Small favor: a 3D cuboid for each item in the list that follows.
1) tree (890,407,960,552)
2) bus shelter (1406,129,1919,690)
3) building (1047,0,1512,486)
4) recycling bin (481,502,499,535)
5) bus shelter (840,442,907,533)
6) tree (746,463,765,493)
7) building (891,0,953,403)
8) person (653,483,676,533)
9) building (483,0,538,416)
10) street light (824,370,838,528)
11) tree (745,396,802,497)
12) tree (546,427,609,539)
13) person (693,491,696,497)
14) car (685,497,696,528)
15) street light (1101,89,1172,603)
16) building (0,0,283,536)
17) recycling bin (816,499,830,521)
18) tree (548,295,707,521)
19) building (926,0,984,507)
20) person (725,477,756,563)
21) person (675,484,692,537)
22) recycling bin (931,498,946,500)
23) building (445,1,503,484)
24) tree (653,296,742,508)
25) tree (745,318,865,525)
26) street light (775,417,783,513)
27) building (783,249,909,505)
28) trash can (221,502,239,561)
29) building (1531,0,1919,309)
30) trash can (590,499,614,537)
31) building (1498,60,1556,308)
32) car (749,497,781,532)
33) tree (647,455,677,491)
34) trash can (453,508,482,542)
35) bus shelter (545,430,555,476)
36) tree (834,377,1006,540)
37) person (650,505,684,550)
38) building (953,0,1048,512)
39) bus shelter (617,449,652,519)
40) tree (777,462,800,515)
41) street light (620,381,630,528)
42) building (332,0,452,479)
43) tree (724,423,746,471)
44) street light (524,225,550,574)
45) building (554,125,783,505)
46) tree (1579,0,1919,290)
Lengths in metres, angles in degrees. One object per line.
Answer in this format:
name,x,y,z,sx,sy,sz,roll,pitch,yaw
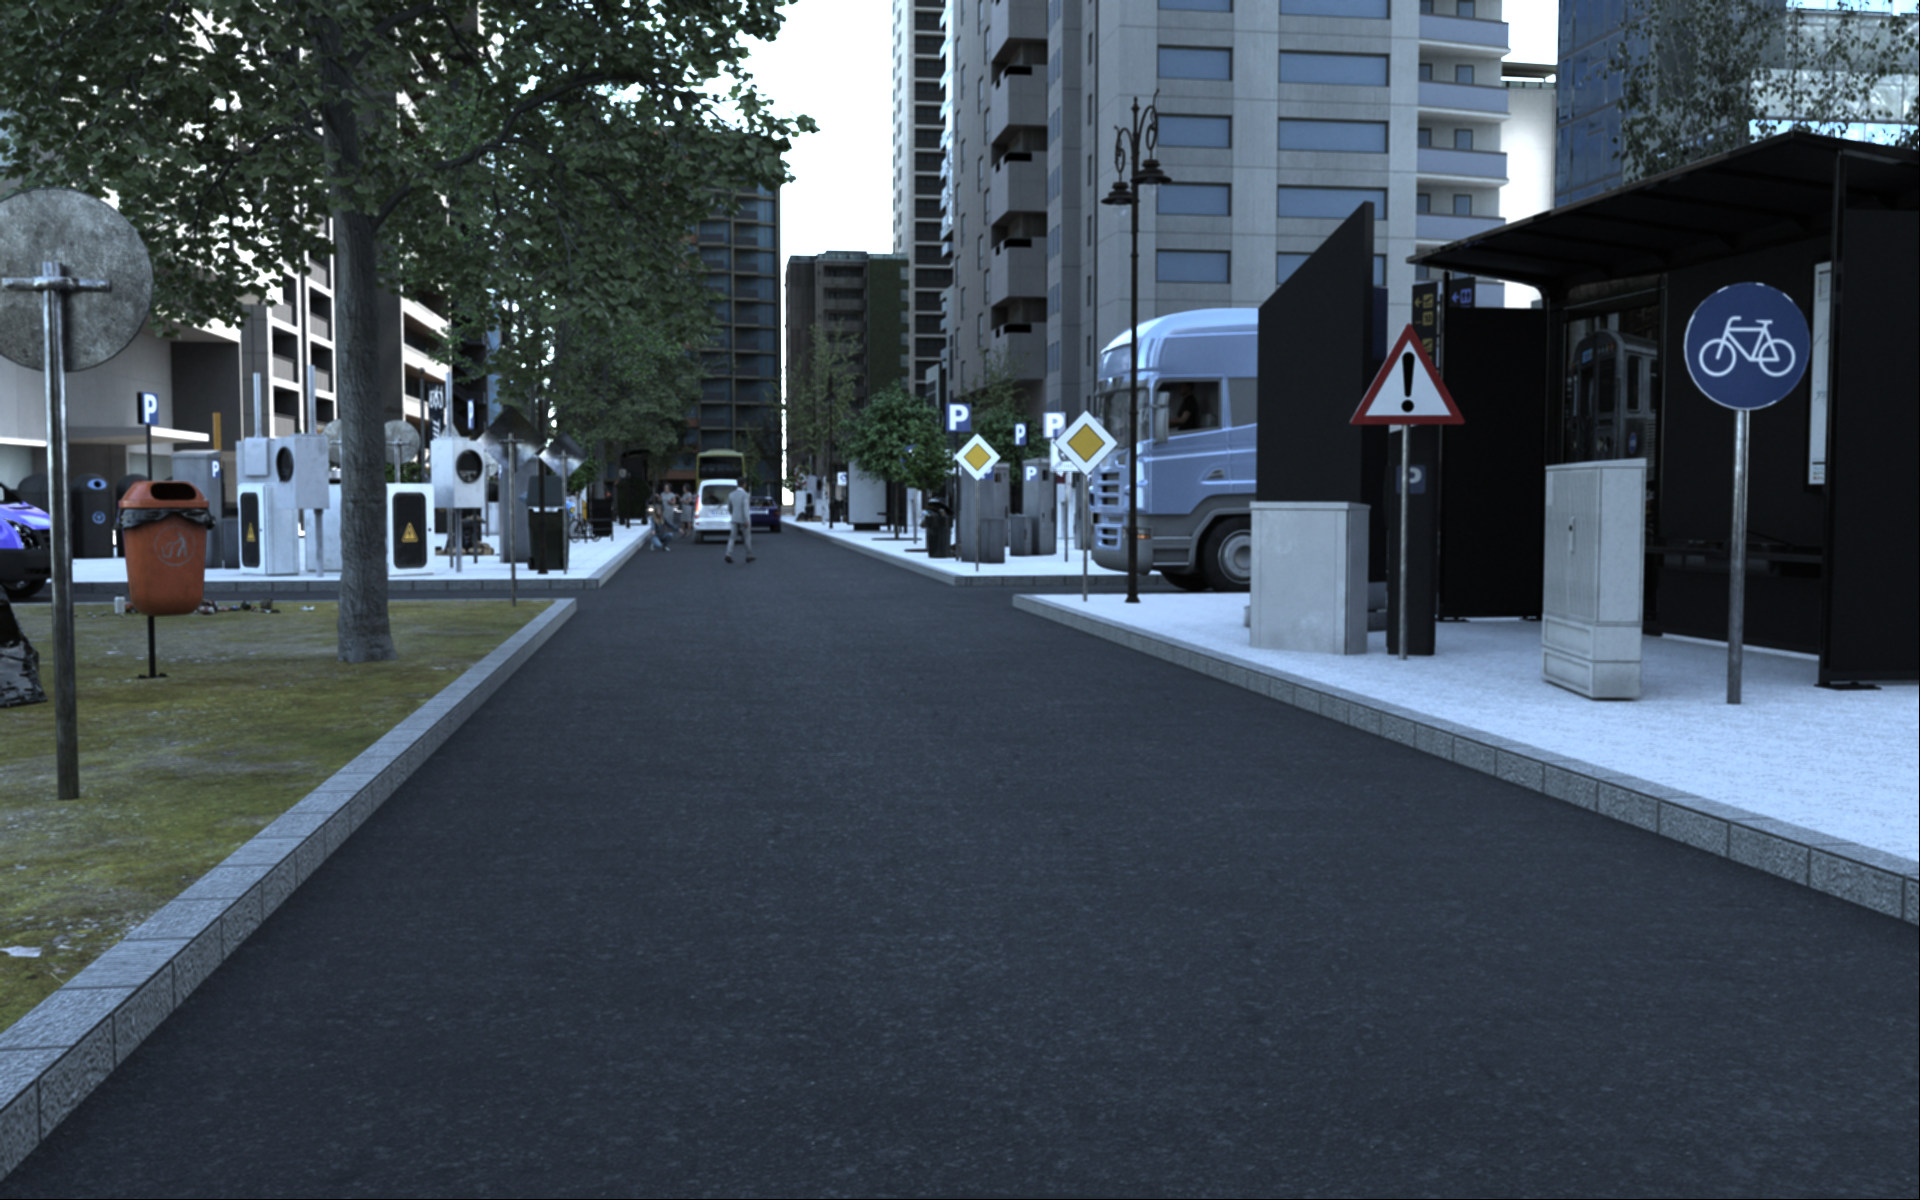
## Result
tree,-0.801,-2.693,38.636,1.663,3.219,1.824,0,3,0
bus shelter,5.748,-1.415,14.414,1.731,3.624,6.357,-1,4,-9
building,15.292,-33.616,91.622,21.231,58.520,28.212,-1,4,-9
recycling bin,-14.864,-2.576,54.676,0.722,1.027,0.722,1,4,10
bus shelter,-2.844,-3.956,58.610,2.014,3.302,5.546,-1,4,-9
tree,-21.536,-11.704,175.070,4.285,4.588,4.351,0,3,0
building,2.882,-47.361,212.610,20.611,71.187,20.563,-1,4,-9
person,-9.151,-2.728,53.458,0.716,1.782,0.532,1,4,13
building,-65.475,-54.386,201.881,31.000,86.520,22.319,-1,4,-9
street light,-4.819,-5.614,64.572,0.468,5.910,1.993,-1,4,-9
tree,-14.162,-10.965,129.641,4.360,8.622,3.978,0,3,0
tree,-11.170,-3.390,50.033,1.663,3.219,1.824,0,3,0
person,-24.100,-9.104,158.019,0.621,1.740,0.551,3,5,40
car,-10.979,-3.785,74.468,1.945,1.354,3.894,-1,4,-10
street light,2.043,-2.907,20.324,0.468,5.910,1.993,-1,4,-9
building,-37.993,-28.410,53.742,28.713,52.752,27.495,-1,4,-9
recycling bin,-6.454,-4.286,82.630,0.722,1.027,0.722,1,4,9
tree,-15.902,-8.949,80.723,7.601,10.594,8.767,1,4,17
building,6.626,-51.268,150.902,22.319,86.520,31.000,-1,4,-9
person,-4.626,-1.684,36.313,0.678,1.792,0.850,2,4,31
person,-9.183,-2.970,57.418,0.532,1.782,0.716,-2,4,-34
recycling bin,-1.300,-5.404,100.905,0.722,1.027,0.722,2,4,33
building,-48.394,-30.694,151.955,14.200,45.320,14.600,-1,4,-9
tree,-26.614,-18.413,156.937,12.611,20.169,13.585,0,3,0
tree,-5.834,-7.449,72.149,4.737,8.622,4.395,0,3,0
street light,-10.676,-7.933,102.494,0.468,5.910,1.993,-1,4,-9
building,-13.753,-26.674,207.814,14.107,30.474,14.160,-1,4,-9
trash can,-13.342,-1.245,32.017,0.748,1.137,0.748,0,3,0
building,34.657,-45.474,56.167,31.000,86.520,22.319,-1,4,-9
trash can,-10.801,-2.483,52.251,0.748,1.137,0.748,0,3,0
building,49.204,-29.554,166.796,14.086,41.232,14.154,-1,4,-9
car,-7.762,-3.261,65.903,1.945,1.354,3.894,-1,4,-10
tree,-28.757,-13.326,168.237,4.360,8.622,3.978,0,3,0
trash can,-11.083,-1.671,38.977,0.748,1.137,0.748,0,3,0
bus shelter,-16.252,-4.557,65.788,1.731,3.624,6.357,-1,4,-9
tree,-1.694,-3.960,48.464,4.285,4.588,4.351,0,3,0
person,-7.499,-1.833,43.973,1.012,1.151,0.738,-2,4,-33
building,14.666,-32.596,122.181,28.713,52.752,27.495,-1,4,-9
bus shelter,-17.006,-6.097,90.975,1.731,3.624,6.357,-1,4,-9
tree,-10.059,-6.773,105.341,1.663,3.219,1.824,0,3,0
street light,-12.522,-5.650,65.167,0.468,5.910,1.993,-1,4,-9
building,-44.553,-29.650,108.473,21.300,48.544,21.600,-1,4,-9
tree,-20.797,-13.422,169.817,4.737,8.622,4.395,0,3,0
street light,-6.705,-3.356,27.663,0.468,5.910,1.993,-1,4,-9
building,-35.732,-33.858,208.206,28.867,44.769,22.147,-1,4,-9
tree,8.818,-4.215,19.284,4.360,8.622,3.978,0,3,0
